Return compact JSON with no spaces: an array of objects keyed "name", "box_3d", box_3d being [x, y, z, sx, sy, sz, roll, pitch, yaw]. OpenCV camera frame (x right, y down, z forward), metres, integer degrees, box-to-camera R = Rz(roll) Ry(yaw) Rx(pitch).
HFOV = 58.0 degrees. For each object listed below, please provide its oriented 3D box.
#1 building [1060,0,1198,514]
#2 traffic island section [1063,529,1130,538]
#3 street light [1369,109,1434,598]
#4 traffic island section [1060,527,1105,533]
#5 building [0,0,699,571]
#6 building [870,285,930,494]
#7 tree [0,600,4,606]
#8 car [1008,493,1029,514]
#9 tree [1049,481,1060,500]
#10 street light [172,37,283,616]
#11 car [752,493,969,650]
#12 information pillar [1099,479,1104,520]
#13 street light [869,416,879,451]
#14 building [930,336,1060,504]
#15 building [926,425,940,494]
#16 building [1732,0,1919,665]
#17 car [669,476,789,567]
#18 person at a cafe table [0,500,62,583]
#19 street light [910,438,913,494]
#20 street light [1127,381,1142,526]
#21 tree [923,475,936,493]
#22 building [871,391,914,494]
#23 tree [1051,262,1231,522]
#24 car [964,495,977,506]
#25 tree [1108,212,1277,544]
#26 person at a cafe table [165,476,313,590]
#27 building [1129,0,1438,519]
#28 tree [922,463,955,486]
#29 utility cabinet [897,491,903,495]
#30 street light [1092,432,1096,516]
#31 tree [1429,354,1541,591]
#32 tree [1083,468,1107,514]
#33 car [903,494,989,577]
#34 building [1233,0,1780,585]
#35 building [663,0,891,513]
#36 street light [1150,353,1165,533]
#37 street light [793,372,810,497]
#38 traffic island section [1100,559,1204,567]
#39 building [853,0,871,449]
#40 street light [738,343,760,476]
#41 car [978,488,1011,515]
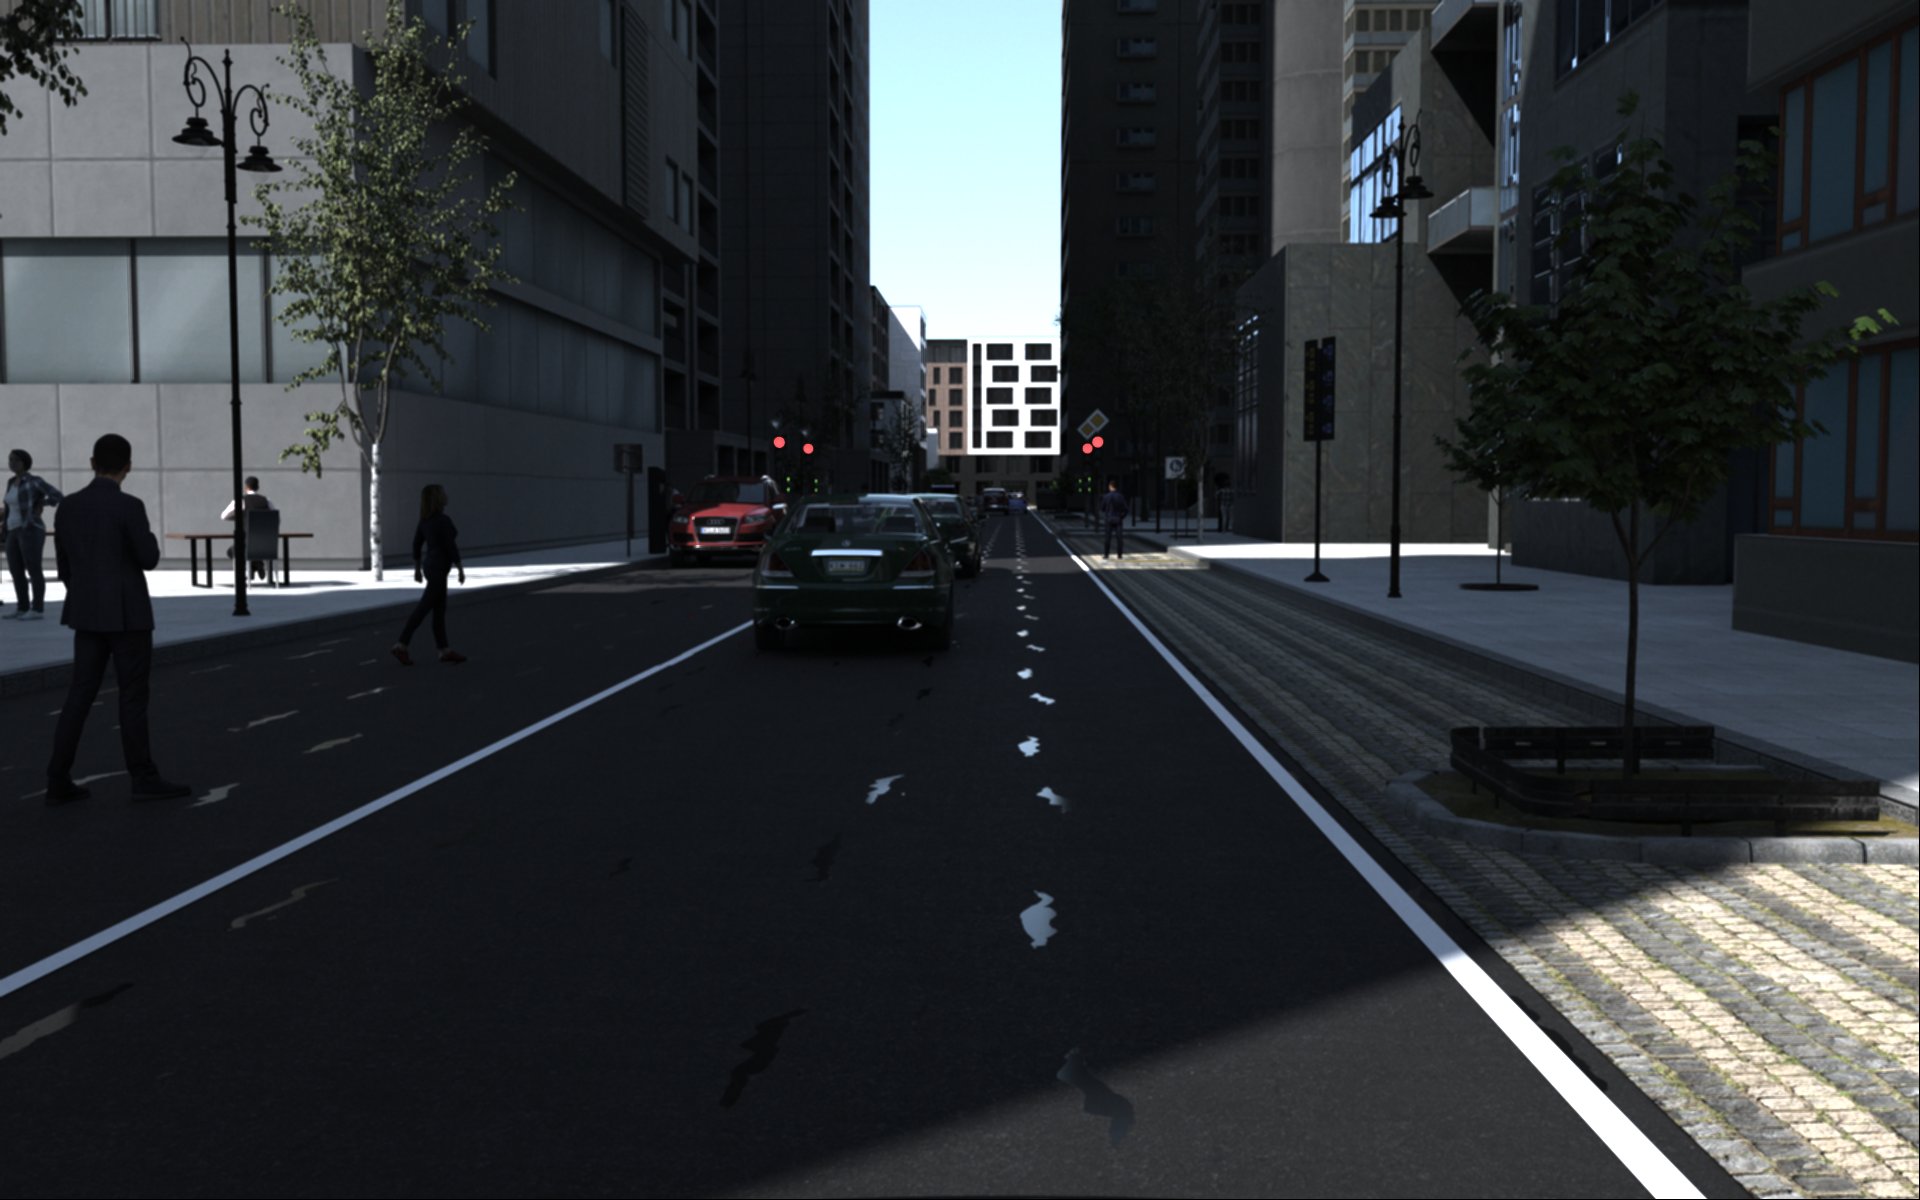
[{"name":"building","box_3d":[18.396,-30.856,128.203,21.300,48.544,21.600,0,4,2]},{"name":"traffic island section","box_3d":[4.530,-2.125,57.025,2.009,0.180,2.903,0,4,2]},{"name":"street light","box_3d":[5.398,-2.969,21.338,0.468,5.910,1.993,0,4,2]},{"name":"traffic island section","box_3d":[4.784,-2.613,65.006,2.009,0.180,2.903,0,4,2]},{"name":"building","box_3d":[-21.734,-27.660,41.472,27.495,52.752,28.713,0,4,2]},{"name":"building","box_3d":[-18.296,-20.930,186.180,27.936,21.610,32.646,0,4,2]},{"name":"tree","box_3d":[-11.518,-1.542,19.819,1.663,3.219,1.824,0,3,0]},{"name":"car","box_3d":[4.061,-7.129,126.155,1.945,1.707,3.694,0,4,1]},{"name":"tree","box_3d":[11.865,-13.605,217.043,1.663,3.219,1.824,0,3,0]},{"name":"street light","box_3d":[-7.609,-2.775,18.159,0.468,5.910,1.993,0,4,2]},{"name":"car","box_3d":[-0.977,-0.342,17.383,2.131,1.459,4.920,0,4,0]},{"name":"information pillar","box_3d":[7.055,-5.054,87.122,0.304,2.012,0.304,-2,4,-26]},{"name":"street light","box_3d":[-4.996,-7.829,100.792,0.468,5.910,1.993,0,4,2]},{"name":"building","box_3d":[-0.765,-24.140,238.664,32.646,21.610,27.936,0,4,2]},{"name":"building","box_3d":[-16.653,-16.486,211.686,28.070,9.664,9.099,0,4,2]},{"name":"building","box_3d":[20.676,-9.533,0.908,27.650,21.520,28.899,0,4,2]},{"name":"car","box_3d":[-4.634,-1.642,35.520,2.281,1.827,5.304,0,4,0]},{"name":"person at a cafe table","box_3d":[-13.916,-0.906,25.676,1.698,1.238,1.726,-3,5,-43]},{"name":"street light","box_3d":[-3.831,-9.969,135.777,0.468,5.910,1.993,0,4,2]},{"name":"street light","box_3d":[6.893,-5.857,68.544,0.468,5.910,1.993,0,4,2]},{"name":"tree","box_3d":[-2.822,-11.148,176.869,1.663,3.219,1.824,0,3,0]},{"name":"building","box_3d":[-8.689,-13.022,155.049,9.099,9.664,28.070,0,4,2]},{"name":"tree","box_3d":[8.305,-9.390,79.282,9.928,11.665,9.643,0,3,0]},{"name":"car","box_3d":[1.454,-10.649,186.694,1.945,1.354,3.894,0,4,3]},{"name":"tree","box_3d":[5.993,-5.771,44.717,4.360,8.622,3.978,0,3,0]},{"name":"person at a cafe table","box_3d":[-9.855,-0.942,23.918,1.698,1.524,1.622,-3,4,-39]},{"name":"building","box_3d":[26.136,-24.748,96.508,32.217,40.220,23.993,0,4,2]},{"name":"tree","box_3d":[-2.376,-12.113,181.763,4.285,4.588,4.351,0,3,0]},{"name":"utility cabinet","box_3d":[-4.083,-6.666,117.664,0.318,1.500,1.173,0,4,-8]},{"name":"street light","box_3d":[8.020,-7.997,103.530,0.468,5.910,1.993,0,4,2]},{"name":"tree","box_3d":[7.146,-1.756,23.315,1.663,3.219,1.824,0,3,0]},{"name":"tree","box_3d":[8.344,-7.061,110.056,1.663,3.219,1.824,0,3,0]},{"name":"car","box_3d":[-0.563,-1.188,31.218,2.131,1.459,4.920,0,4,2]},{"name":"building","box_3d":[19.388,-44.293,36.862,22.319,86.520,31.000,0,4,2]},{"name":"building","box_3d":[-14.777,-40.658,103.013,20.563,71.187,20.611,0,4,2]},{"name":"street light","box_3d":[6.479,-5.119,56.485,0.468,5.910,1.993,0,4,2]},{"name":"street light","box_3d":[-6.010,-5.680,65.661,0.468,5.910,1.993,0,4,2]},{"name":"traffic island section","box_3d":[3.824,-0.732,34.834,1.991,0.108,1.994,0,4,2]},{"name":"building","box_3d":[-14.352,-29.507,132.552,14.600,45.320,14.200,0,4,2]},{"name":"street light","box_3d":[-6.460,-4.915,53.144,0.468,5.910,1.993,0,4,2]},{"name":"car","box_3d":[2.346,-6.697,118.161,2.281,1.827,5.304,0,4,3]}]
